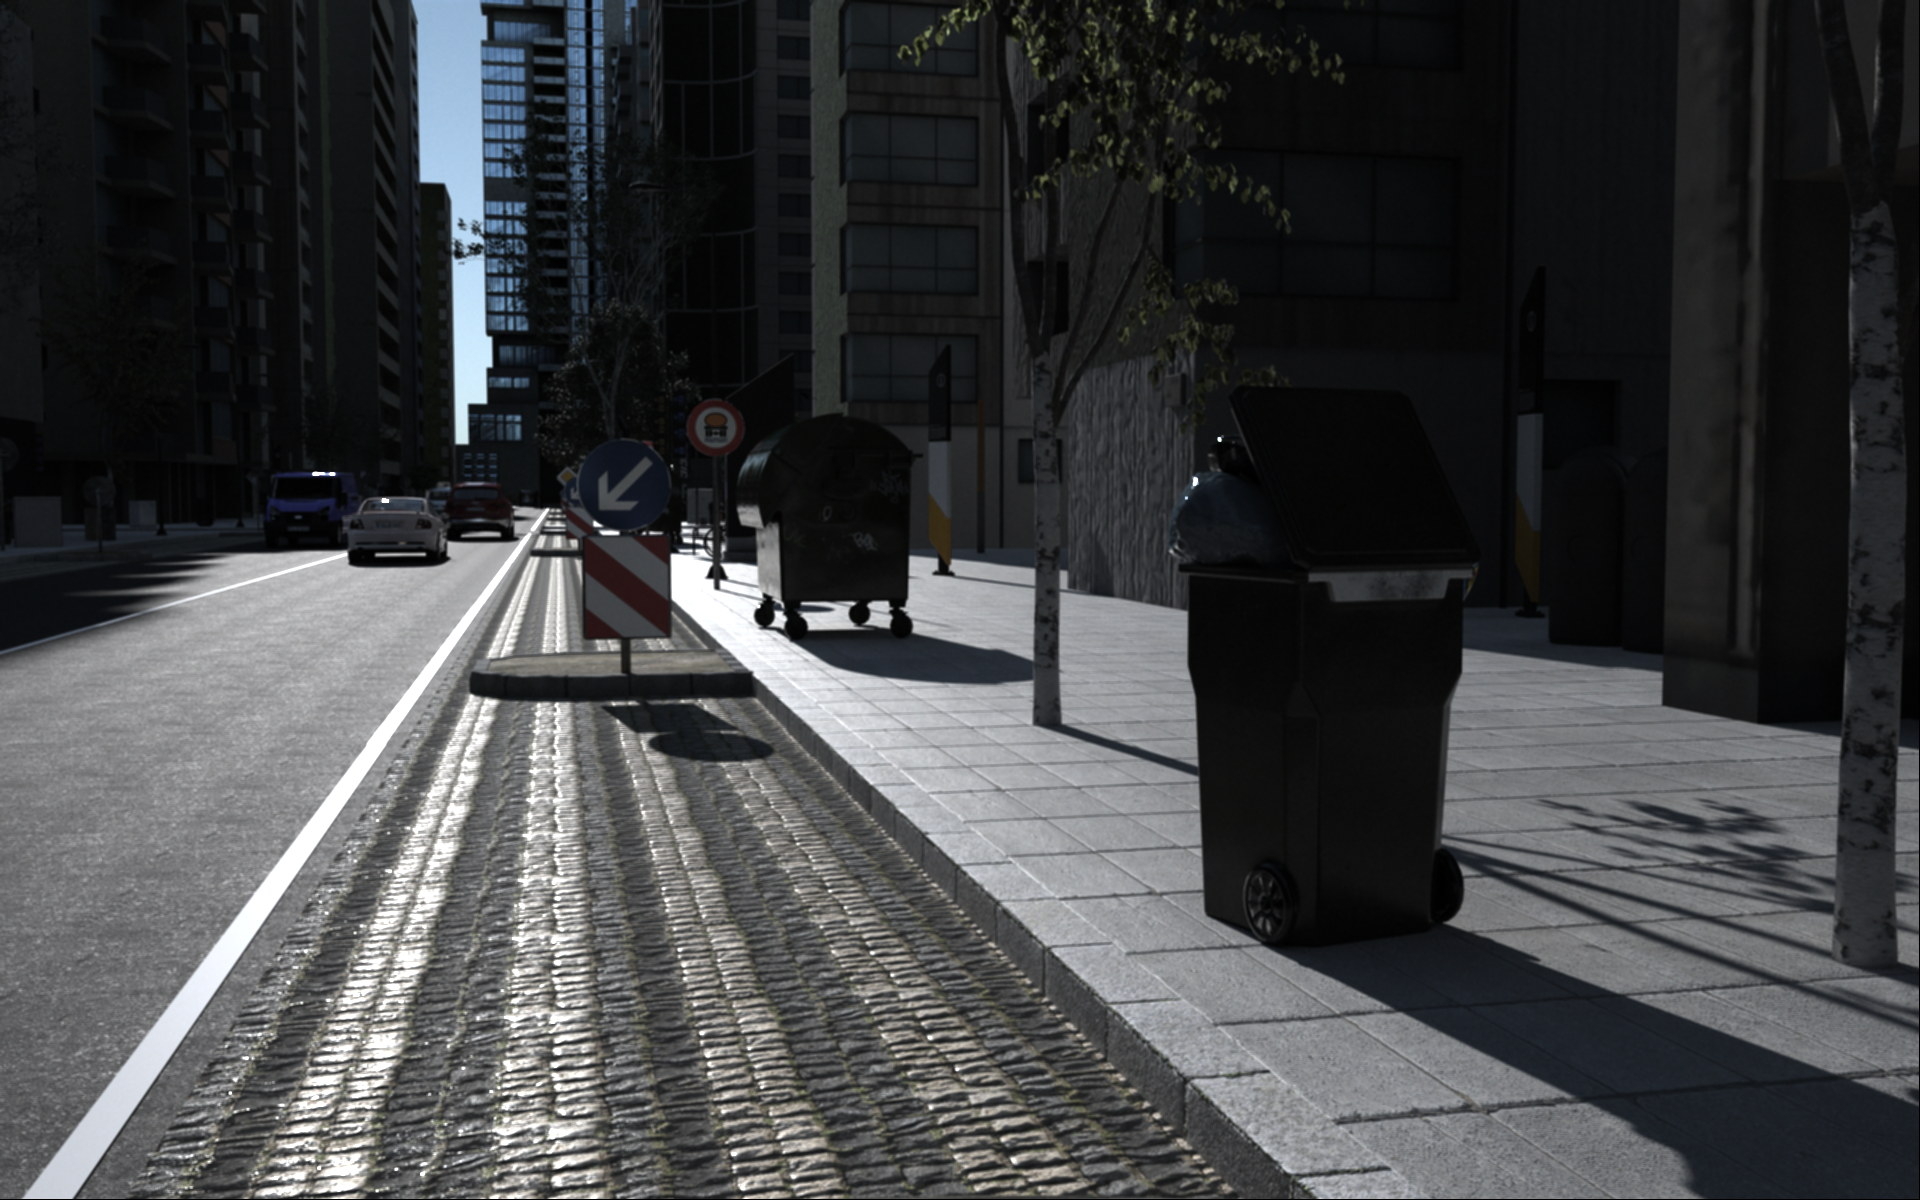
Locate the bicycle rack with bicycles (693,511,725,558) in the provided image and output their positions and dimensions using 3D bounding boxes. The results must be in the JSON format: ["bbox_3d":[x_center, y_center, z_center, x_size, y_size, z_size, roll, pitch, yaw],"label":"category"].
[{"bbox_3d":[-4.227,-1.383,35.988,2.925,0.926,2.852,-2,4,-25],"label":"bicycle rack with bicycles"}]

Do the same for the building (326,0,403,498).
[{"bbox_3d":[-59.670,-31.988,146.704,21.300,48.544,21.600,-1,4,-13],"label":"building"}]

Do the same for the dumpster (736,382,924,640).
[{"bbox_3d":[-1.222,-0.828,16.030,1.502,2.255,1.985,-1,4,-13],"label":"dumpster"}]

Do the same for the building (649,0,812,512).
[{"bbox_3d":[-14.650,-42.311,130.039,20.563,71.187,20.611,-1,4,-13],"label":"building"}]

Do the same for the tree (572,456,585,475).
[{"bbox_3d":[-26.682,-8.662,125.345,4.285,4.588,4.351,0,3,0],"label":"tree"}]

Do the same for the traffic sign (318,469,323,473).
[{"bbox_3d":[-33.125,-5.488,89.727,0.884,2.594,0.081,0,4,-5],"label":"traffic sign"}]

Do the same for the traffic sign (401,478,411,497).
[{"bbox_3d":[-43.899,-8.394,137.348,0.768,2.556,0.104,-1,4,-11],"label":"traffic sign"}]

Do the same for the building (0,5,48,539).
[{"bbox_3d":[-34.736,-10.842,44.726,16.811,18.784,16.820,-1,4,-13],"label":"building"}]

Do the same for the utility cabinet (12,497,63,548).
[{"bbox_3d":[-22.292,-1.877,41.859,1.020,1.237,0.306,-2,4,-35],"label":"utility cabinet"}]

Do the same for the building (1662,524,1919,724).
[{"bbox_3d":[16.996,-23.089,1.199,21.300,48.544,21.600,-1,4,-13],"label":"building"}]

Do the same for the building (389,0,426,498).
[{"bbox_3d":[-75.938,-39.999,195.988,28.212,58.520,21.231,-1,4,-13],"label":"building"}]

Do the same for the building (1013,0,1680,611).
[{"bbox_3d":[7.822,-15.561,26.120,14.160,30.474,14.107,-1,4,-13],"label":"building"}]

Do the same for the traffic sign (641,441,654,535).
[{"bbox_3d":[-7.469,-2.522,41.343,0.768,2.556,0.104,-1,4,-11],"label":"traffic sign"}]

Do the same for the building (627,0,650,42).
[{"bbox_3d":[-22.665,-33.793,172.125,23.786,49.044,30.456,-1,4,-13],"label":"building"}]

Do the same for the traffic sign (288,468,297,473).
[{"bbox_3d":[-25.817,-3.876,67.020,0.795,2.450,0.064,-1,4,-13],"label":"traffic sign"}]

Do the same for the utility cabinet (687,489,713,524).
[{"bbox_3d":[-10.988,-3.968,73.552,1.173,1.500,0.318,0,4,-4],"label":"utility cabinet"}]

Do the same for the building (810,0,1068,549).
[{"bbox_3d":[2.696,-22.242,47.246,14.154,41.232,14.086,-1,4,-13],"label":"building"}]

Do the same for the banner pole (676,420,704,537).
[{"bbox_3d":[-8.102,-3.779,51.799,0.863,3.779,0.401,-2,4,-24],"label":"banner pole"}]

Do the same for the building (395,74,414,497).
[{"bbox_3d":[-64.736,-32.383,179.574,14.600,45.320,14.200,-1,4,-13],"label":"building"}]

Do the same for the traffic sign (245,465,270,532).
[{"bbox_3d":[-24.014,-3.401,59.241,0.795,2.450,0.064,-1,4,-13],"label":"traffic sign"}]

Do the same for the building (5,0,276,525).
[{"bbox_3d":[-46.003,-26.188,82.800,22.147,44.769,28.867,-1,4,-13],"label":"building"}]

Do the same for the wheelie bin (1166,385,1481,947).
[{"bbox_3d":[1.046,0.168,5.165,0.980,1.594,0.693,-2,4,-25],"label":"wheelie bin"}]

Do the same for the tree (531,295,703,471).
[{"bbox_3d":[-19.638,-11.169,99.619,9.611,12.733,9.660,0,3,0],"label":"tree"}]

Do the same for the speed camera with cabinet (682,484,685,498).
[{"bbox_3d":[-14.702,-6.122,94.423,2.038,3.252,0.660,0,4,-1],"label":"speed camera with cabinet"}]

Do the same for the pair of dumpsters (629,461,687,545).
[{"bbox_3d":[-8.060,-2.633,45.544,1.574,2.255,4.437,-1,4,-13],"label":"pair of dumpsters"}]

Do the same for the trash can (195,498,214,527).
[{"bbox_3d":[-29.892,-3.480,68.550,0.748,1.137,0.748,0,3,0],"label":"trash can"}]

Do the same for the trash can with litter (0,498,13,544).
[{"bbox_3d":[-24.317,-1.970,43.590,0.624,1.170,1.055,1,4,21],"label":"trash can with litter"}]

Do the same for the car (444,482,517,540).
[{"bbox_3d":[-15.582,-2.909,56.234,2.281,1.827,5.304,-1,4,-12],"label":"car"}]

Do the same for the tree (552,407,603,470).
[{"bbox_3d":[-31.918,-13.196,150.172,7.601,10.594,8.767,0,4,6],"label":"tree"}]

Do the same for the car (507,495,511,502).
[{"bbox_3d":[-54.250,-11.820,205.840,1.945,1.354,3.894,-1,4,-13],"label":"car"}]

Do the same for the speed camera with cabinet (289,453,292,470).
[{"bbox_3d":[-31.511,-5.375,82.219,0.660,3.252,2.038,-2,4,-25],"label":"speed camera with cabinet"}]

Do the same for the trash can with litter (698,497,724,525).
[{"bbox_3d":[-10.421,-3.717,72.156,1.055,1.170,0.624,-2,4,-23],"label":"trash can with litter"}]

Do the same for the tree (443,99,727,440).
[{"bbox_3d":[-18.072,-13.978,84.423,12.611,20.169,13.585,0,3,0],"label":"tree"}]

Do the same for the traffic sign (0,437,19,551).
[{"bbox_3d":[-21.568,-2.376,38.957,0.768,2.556,0.104,0,4,-5],"label":"traffic sign"}]

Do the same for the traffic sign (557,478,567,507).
[{"bbox_3d":[-15.734,-4.017,69.327,0.795,2.450,0.064,-1,4,-13],"label":"traffic sign"}]

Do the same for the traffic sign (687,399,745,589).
[{"bbox_3d":[-3.273,-1.415,23.248,0.768,2.556,0.104,-1,4,-11],"label":"traffic sign"}]

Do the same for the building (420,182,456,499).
[{"bbox_3d":[-74.328,-33.332,228.580,14.086,41.232,14.154,-1,4,-13],"label":"building"}]

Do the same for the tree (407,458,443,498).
[{"bbox_3d":[-49.397,-10.780,159.968,4.285,4.588,4.351,0,3,0],"label":"tree"}]

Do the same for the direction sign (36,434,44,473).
[{"bbox_3d":[-35.095,-4.505,65.655,0.876,3.537,0.379,1,4,12],"label":"direction sign"}]

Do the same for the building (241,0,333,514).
[{"bbox_3d":[-49.226,-26.266,113.045,14.154,41.232,14.086,-1,4,-13],"label":"building"}]

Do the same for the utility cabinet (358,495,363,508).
[{"bbox_3d":[-38.074,-6.011,109.442,0.306,1.237,1.020,0,4,7],"label":"utility cabinet"}]

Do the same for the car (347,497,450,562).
[{"bbox_3d":[-12.313,-1.570,38.024,2.083,1.381,4.827,-1,4,-13],"label":"car"}]

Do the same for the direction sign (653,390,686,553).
[{"bbox_3d":[-6.359,-2.813,37.995,0.876,3.537,0.379,2,4,29],"label":"direction sign"}]

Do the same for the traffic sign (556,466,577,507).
[{"bbox_3d":[-13.931,-3.542,61.548,0.795,2.450,0.064,-1,4,-13],"label":"traffic sign"}]

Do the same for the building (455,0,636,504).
[{"bbox_3d":[-52.640,-56.475,236.038,31.000,86.520,22.319,-1,4,-13],"label":"building"}]

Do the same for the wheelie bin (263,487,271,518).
[{"bbox_3d":[-30.065,-4.140,75.602,0.693,1.594,0.980,-2,4,-31],"label":"wheelie bin"}]

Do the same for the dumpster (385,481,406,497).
[{"bbox_3d":[-43.044,-7.914,131.880,1.502,2.255,1.985,-1,4,-13],"label":"dumpster"}]
